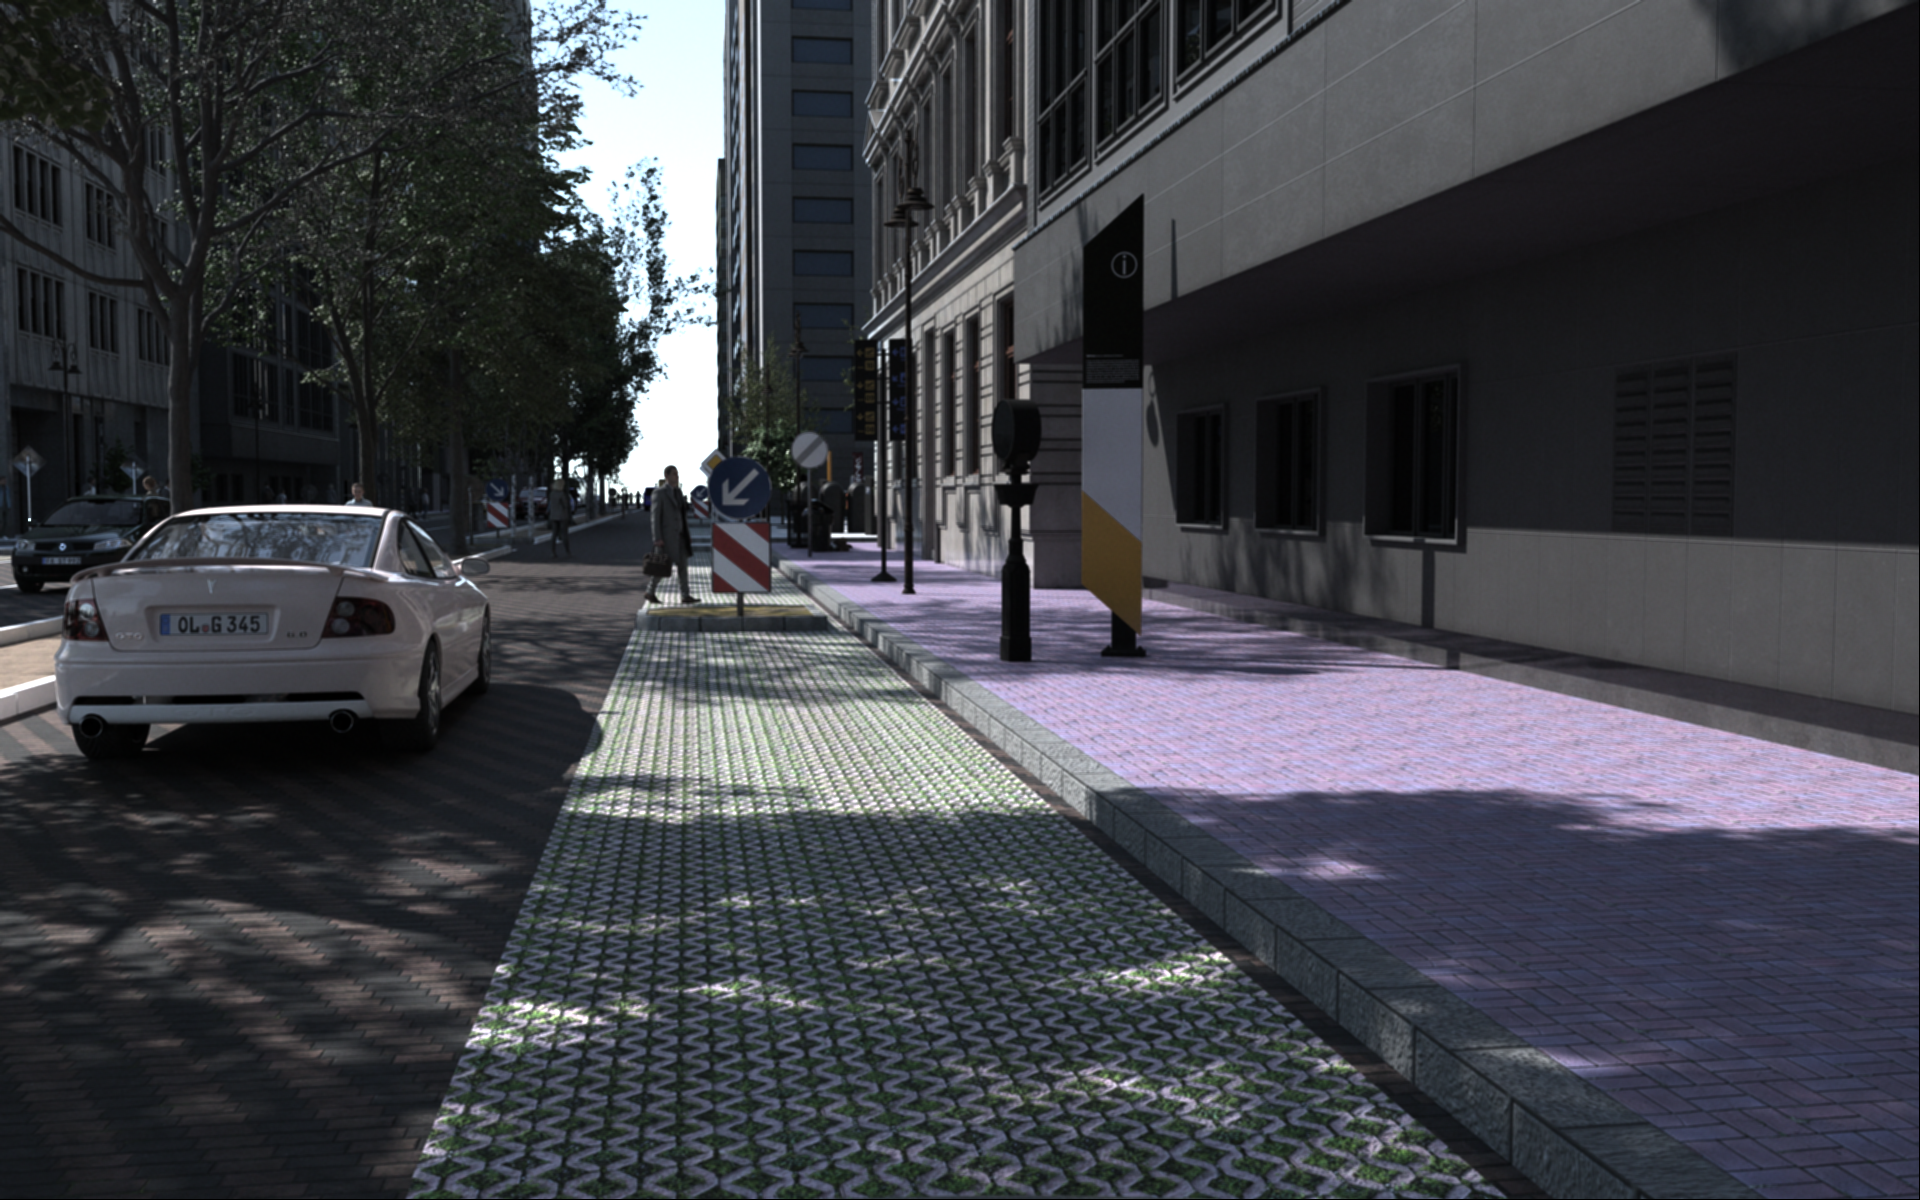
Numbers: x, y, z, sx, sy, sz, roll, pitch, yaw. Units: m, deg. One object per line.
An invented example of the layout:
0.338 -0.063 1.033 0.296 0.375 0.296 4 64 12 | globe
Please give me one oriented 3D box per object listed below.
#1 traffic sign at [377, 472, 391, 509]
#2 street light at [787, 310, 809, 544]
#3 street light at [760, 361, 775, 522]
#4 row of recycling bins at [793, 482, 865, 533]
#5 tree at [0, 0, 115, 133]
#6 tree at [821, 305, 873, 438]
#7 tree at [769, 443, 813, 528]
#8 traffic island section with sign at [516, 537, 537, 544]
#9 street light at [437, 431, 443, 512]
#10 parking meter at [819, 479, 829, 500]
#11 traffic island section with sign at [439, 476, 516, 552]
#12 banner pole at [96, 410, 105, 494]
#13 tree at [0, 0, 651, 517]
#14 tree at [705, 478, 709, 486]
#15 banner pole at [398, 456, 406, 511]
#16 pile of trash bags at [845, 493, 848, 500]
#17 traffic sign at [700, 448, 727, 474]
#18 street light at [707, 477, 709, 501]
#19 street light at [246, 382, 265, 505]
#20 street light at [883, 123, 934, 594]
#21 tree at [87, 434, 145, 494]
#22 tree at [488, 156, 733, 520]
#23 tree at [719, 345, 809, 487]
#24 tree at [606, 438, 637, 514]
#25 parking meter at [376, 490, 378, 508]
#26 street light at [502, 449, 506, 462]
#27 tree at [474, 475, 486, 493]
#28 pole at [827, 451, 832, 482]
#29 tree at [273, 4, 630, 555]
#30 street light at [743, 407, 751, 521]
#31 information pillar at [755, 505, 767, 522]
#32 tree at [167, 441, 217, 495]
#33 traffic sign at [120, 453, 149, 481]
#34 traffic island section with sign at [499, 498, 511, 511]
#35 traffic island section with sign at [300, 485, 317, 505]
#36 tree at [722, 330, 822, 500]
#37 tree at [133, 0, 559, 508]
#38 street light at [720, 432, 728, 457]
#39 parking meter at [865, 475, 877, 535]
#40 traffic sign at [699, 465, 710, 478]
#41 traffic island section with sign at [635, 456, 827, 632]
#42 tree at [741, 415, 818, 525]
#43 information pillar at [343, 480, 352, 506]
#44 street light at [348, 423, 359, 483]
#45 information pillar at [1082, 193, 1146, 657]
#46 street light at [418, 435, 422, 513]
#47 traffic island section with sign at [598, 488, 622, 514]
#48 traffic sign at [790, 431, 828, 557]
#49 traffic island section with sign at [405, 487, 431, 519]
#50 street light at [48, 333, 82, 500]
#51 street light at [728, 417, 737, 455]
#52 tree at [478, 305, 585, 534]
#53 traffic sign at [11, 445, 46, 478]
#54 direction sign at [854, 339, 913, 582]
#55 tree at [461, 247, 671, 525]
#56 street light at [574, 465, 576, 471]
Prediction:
-33.087 -6.081 99.533 0.768 2.556 0.104 -1 4 -9 | traffic sign
-4.072 -4.331 43.604 0.468 5.910 1.993 -1 4 -9 | street light
-6.712 -5.366 60.530 0.468 5.910 1.993 -1 4 -9 | street light
-3.777 -3.088 57.596 3.534 1.692 1.069 -1 4 -12 | row of recycling bins
-6.530 -5.304 7.304 7.486 12.596 7.792 0 3 0 | tree
-2.796 -7.164 67.498 4.737 8.622 4.395 0 3 0 | tree
-6.385 -4.328 65.359 1.663 3.219 1.824 0 3 0 | tree
-13.427 -2.595 50.571 2.006 1.907 1.989 -1 4 -9 | traffic island section with sign
-37.425 -9.296 124.771 0.468 5.910 1.993 -1 4 -9 | street light
-5.162 -3.685 65.958 0.255 1.863 0.399 -2 4 -33 | parking meter
-12.290 -2.148 43.251 2.006 1.907 1.989 -1 4 -9 | traffic island section with sign
-25.560 -3.764 51.561 0.401 3.779 0.863 -3 4 -36 | banner pole
-8.718 -6.500 19.098 12.009 13.543 11.850 0 3 0 | tree
-29.287 -13.833 209.875 4.285 4.588 4.351 0 3 0 | tree
-34.096 -7.078 105.738 0.401 3.779 0.863 2 4 28 | banner pole
-3.881 -4.181 78.110 3.447 1.369 1.912 3 5 41 | pile of trash bags
-6.149 -2.550 43.886 0.795 2.593 0.064 -1 4 -9 | traffic sign
-41.611 -19.006 283.533 0.468 5.910 1.993 -1 4 -9 | street light
-28.983 -6.035 71.453 0.468 5.910 1.993 -1 4 -9 | street light
-0.659 -3.017 22.117 0.468 5.910 1.993 -1 4 -9 | street light
-27.234 -3.747 55.866 1.663 3.219 1.824 0 3 0 | tree
-19.317 -14.517 95.697 12.611 20.169 13.585 0 3 0 | tree
-9.751 -8.312 86.263 4.360 8.622 3.978 0 3 0 | tree
-24.999 -10.433 123.406 4.360 8.622 3.978 0 3 0 | tree
-32.639 -5.385 96.455 0.372 1.533 0.369 0 3 0 | parking meter
-44.166 -11.925 167.759 0.468 5.910 1.993 -1 4 -9 | street light
-41.409 -9.476 149.526 1.663 3.219 1.824 0 3 0 | tree
-6.165 -5.383 81.854 0.158 3.312 0.155 0 3 0 | pole
-11.510 -7.277 39.557 7.486 12.596 7.792 0 3 0 | tree
-10.081 -6.719 82.637 0.468 5.910 1.993 -1 4 -9 | street light
-6.836 -3.357 59.382 0.304 2.012 0.304 3 4 37 | information pillar
-27.973 -4.200 63.267 1.663 3.219 1.824 0 3 0 | tree
-23.487 -2.880 49.280 0.795 2.593 0.064 -1 4 -9 | traffic sign
-38.836 -8.465 147.024 1.989 1.847 2.006 -1 4 -9 | traffic island section with sign
-27.062 -3.867 71.860 1.989 1.847 2.006 -1 4 -9 | traffic island section with sign
-8.982 -7.830 78.383 4.737 8.622 4.395 0 3 0 | tree
-10.672 -6.276 30.819 9.928 11.665 9.643 0 3 0 | tree
-16.964 -9.346 125.602 0.468 5.910 1.993 -1 4 -9 | street light
-2.779 -2.971 54.283 0.255 1.863 0.399 -3 5 -42 | parking meter
-7.386 -3.033 51.775 0.795 2.593 0.064 -1 4 -9 | traffic sign
-2.513 -0.622 18.799 1.989 1.847 2.006 -1 4 -9 | traffic island section with sign
-7.395 -5.394 71.911 4.285 4.588 4.351 0 3 0 | tree
-31.268 -5.134 88.434 0.304 2.012 0.304 1 4 8 | information pillar
-32.434 -7.348 92.934 0.468 5.910 1.993 -1 4 -9 | street light
1.216 -1.362 13.631 0.504 3.616 0.183 1 4 10 | information pillar
-35.720 -8.664 114.440 0.468 5.910 1.993 -1 4 -9 | street light
-25.076 -7.136 124.804 2.006 1.907 1.989 -1 4 -9 | traffic island section with sign
-3.061 -2.150 35.260 0.768 2.556 0.104 0 4 -5 | traffic sign
-31.241 -5.503 98.604 1.989 1.847 2.006 -1 4 -9 | traffic island section with sign
-25.726 -4.717 49.918 0.468 5.910 1.993 -1 4 -9 | street light
-13.525 -8.033 104.119 0.468 5.910 1.993 -1 4 -9 | street light
-15.331 -6.666 61.804 4.360 8.622 3.978 0 3 0 | tree
-22.250 -2.398 41.391 0.795 2.593 0.064 -1 4 -9 | traffic sign
-1.121 -2.043 25.404 0.876 3.537 0.379 1 4 15 | direction sign
-17.959 -9.730 78.558 9.611 12.733 9.660 0 3 0 | tree
-60.601 -18.335 272.562 0.468 5.910 1.993 -1 4 -9 | street light
